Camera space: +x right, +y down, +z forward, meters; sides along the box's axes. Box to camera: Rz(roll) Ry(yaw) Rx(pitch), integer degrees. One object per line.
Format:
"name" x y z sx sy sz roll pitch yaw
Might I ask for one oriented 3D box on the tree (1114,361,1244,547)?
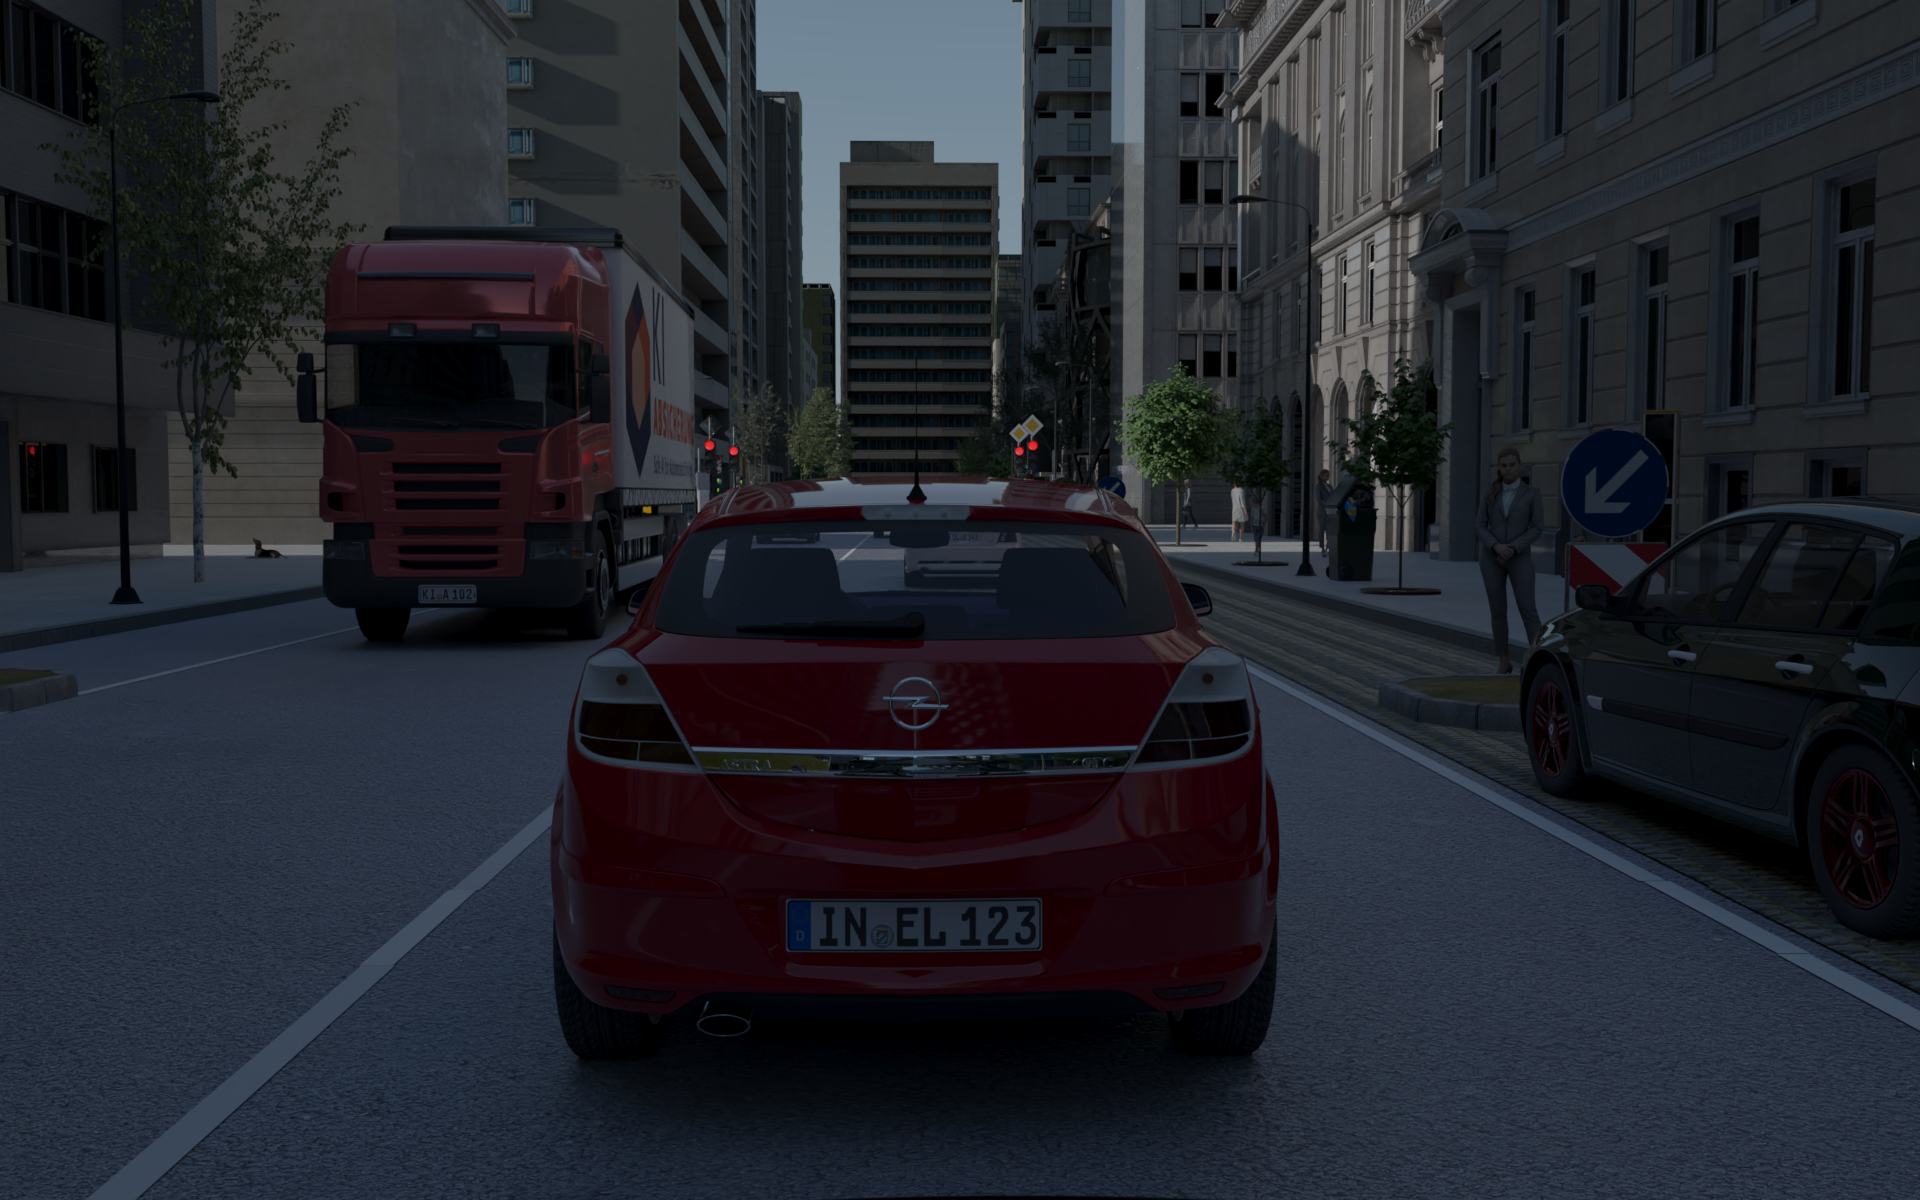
"tree" 5.312 -3.607 42.694 4.285 4.588 4.351 0 3 0

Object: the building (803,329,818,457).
"building" -31.946 -21.902 203.139 28.899 21.520 27.650 0 4 -1

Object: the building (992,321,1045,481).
"building" 17.888 -20.962 187.759 27.650 21.520 28.899 0 4 -1

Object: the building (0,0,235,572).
"building" -21.097 -12.248 19.327 14.314 24.678 30.058 0 4 -1

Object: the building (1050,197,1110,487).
"building" 13.967 -18.813 126.673 14.460 24.649 34.723 0 4 -1

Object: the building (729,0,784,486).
"building" -26.336 -43.682 152.454 20.563 71.187 20.611 0 4 -1

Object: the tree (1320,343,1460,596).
"tree" 5.744 -1.702 22.437 1.663 3.219 1.824 0 3 0

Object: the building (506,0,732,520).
"building" -23.219 -28.225 85.182 21.300 48.544 21.600 0 4 -1

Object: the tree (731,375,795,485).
"tree" -12.832 -9.863 111.628 4.360 8.622 3.978 0 3 0

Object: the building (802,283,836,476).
"building" -24.172 -28.474 237.256 14.107 30.474 14.160 0 4 -1

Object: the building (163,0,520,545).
"building" -31.049 -14.090 49.460 34.723 24.649 14.460 0 4 -1

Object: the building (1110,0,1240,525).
"building" 17.305 -15.852 77.208 19.932 24.808 12.078 0 4 -1

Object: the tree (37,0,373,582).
"tree" -10.875 -4.571 25.101 4.737 8.622 4.395 0 3 0

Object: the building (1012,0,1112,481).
"building" 19.793 -34.829 158.700 28.713 52.752 27.495 0 4 -1

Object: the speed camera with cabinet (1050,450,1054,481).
"speed camera with cabinet" 4.464 -5.097 77.674 0.660 3.252 2.038 0 4 -5

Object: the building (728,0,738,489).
"building" -26.751 -49.502 122.030 22.319 86.520 31.000 0 4 -1

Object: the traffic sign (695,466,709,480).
"traffic sign" -11.570 -4.733 77.484 0.768 2.556 0.104 0 4 7

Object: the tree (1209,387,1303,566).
"tree" 5.522 -2.241 31.237 1.663 3.219 1.824 0 3 0

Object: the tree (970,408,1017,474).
"tree" 3.034 -11.458 137.692 4.360 8.622 3.978 0 3 0

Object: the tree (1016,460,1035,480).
"tree" 3.835 -6.434 99.794 1.663 3.219 1.824 0 3 0

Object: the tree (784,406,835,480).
"tree" -12.798 -11.798 143.253 4.737 8.622 4.395 0 3 0

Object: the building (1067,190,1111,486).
"building" 14.544 -14.234 100.176 16.820 18.784 16.811 0 4 -1

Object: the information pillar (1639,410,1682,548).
"information pillar" 6.172 -0.660 15.290 0.304 2.012 0.304 2 4 28

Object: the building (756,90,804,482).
"building" -22.936 -29.797 170.774 14.154 41.232 14.086 0 4 -1

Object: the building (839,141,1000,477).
"building" -5.651 -37.725 240.510 21.600 48.544 21.300 0 4 -1

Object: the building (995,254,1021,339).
"building" 11.196 -26.778 209.521 14.160 30.474 14.107 0 4 -1

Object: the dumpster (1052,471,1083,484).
"dumpster" 4.378 -4.340 73.448 1.502 2.255 1.985 0 4 -1

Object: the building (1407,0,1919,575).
"building" 15.681 -14.536 23.571 13.634 28.700 20.117 0 4 -1

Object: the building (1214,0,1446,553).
"building" 15.344 -12.484 45.913 13.314 21.916 24.055 0 4 -1

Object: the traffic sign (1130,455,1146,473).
"traffic sign" 5.247 -3.033 49.316 0.795 2.593 0.064 0 4 3

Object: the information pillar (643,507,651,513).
"information pillar" -12.217 -4.682 67.906 0.504 3.616 0.183 2 4 28

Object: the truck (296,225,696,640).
"truck" -4.896 -1.930 20.465 2.839 4.237 11.283 0 4 -3

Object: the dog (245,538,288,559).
"dog" -13.827 -1.027 34.528 0.748 0.427 0.550 1 4 23

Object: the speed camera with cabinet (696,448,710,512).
"speed camera with cabinet" -10.904 -4.869 73.943 0.660 3.252 2.038 -1 4 -11
